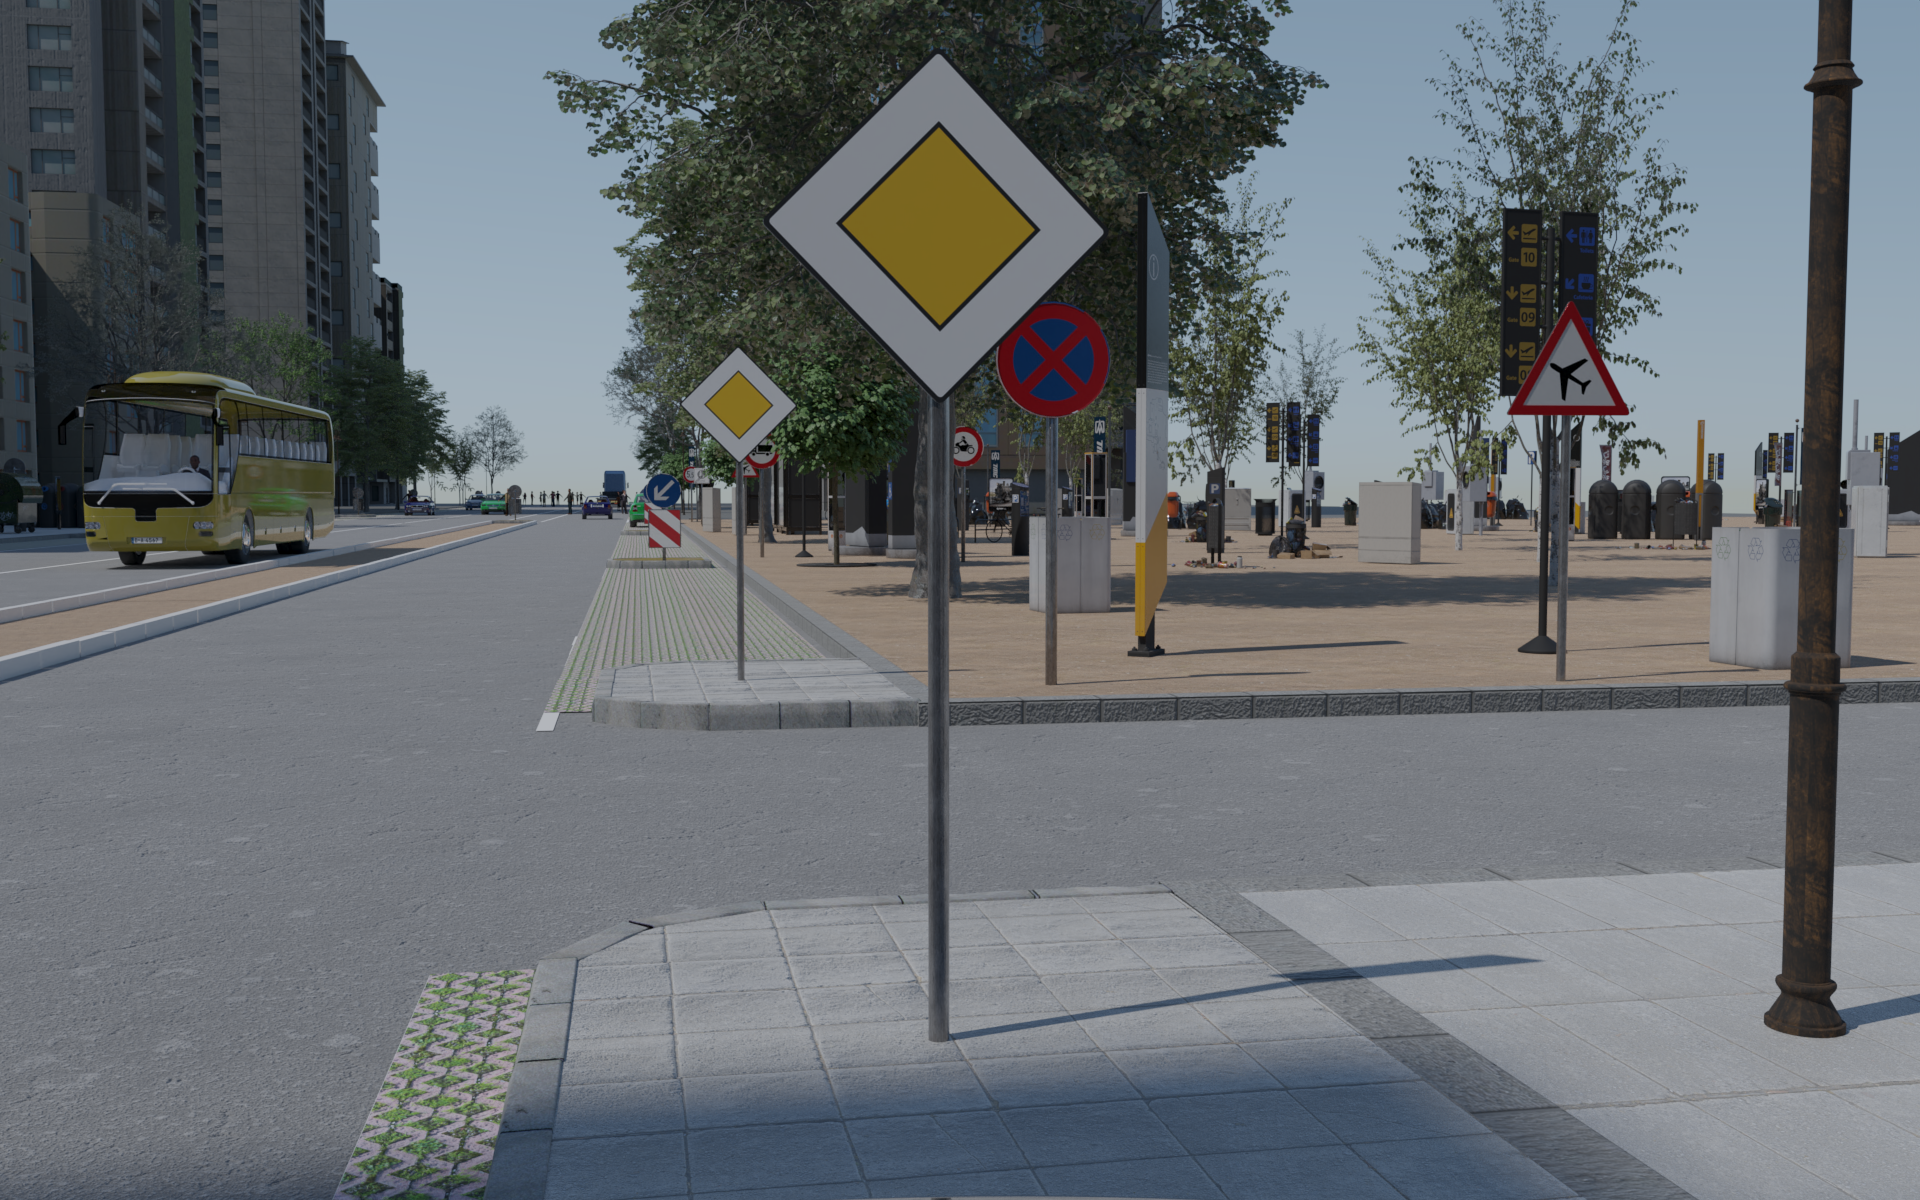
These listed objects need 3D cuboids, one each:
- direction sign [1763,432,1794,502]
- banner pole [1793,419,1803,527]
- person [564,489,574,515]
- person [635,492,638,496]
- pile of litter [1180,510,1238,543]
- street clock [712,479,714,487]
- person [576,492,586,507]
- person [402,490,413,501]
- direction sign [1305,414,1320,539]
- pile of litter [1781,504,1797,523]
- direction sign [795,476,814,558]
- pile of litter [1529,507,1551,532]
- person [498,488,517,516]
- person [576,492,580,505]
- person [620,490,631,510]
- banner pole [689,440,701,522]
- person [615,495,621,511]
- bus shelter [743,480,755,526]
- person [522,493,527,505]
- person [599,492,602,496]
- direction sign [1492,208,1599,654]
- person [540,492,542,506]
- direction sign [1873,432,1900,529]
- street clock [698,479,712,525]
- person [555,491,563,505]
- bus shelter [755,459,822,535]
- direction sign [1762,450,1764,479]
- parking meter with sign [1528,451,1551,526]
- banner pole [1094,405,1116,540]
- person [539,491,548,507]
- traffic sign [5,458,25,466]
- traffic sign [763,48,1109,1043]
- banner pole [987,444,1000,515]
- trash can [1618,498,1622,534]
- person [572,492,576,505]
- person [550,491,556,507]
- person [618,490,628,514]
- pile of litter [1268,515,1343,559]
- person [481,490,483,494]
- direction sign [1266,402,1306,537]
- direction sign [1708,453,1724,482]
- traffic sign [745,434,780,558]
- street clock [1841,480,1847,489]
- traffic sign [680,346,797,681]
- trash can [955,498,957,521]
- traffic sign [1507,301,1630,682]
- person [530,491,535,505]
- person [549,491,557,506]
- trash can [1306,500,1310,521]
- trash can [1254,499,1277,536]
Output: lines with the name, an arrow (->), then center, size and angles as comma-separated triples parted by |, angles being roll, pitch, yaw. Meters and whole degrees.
direction sign -> 30.207, -4.391, 63.793 | 0.876, 3.537, 0.379 | 1, 4, 13
banner pole -> 27.922, -4.124, 57.449 | 0.401, 3.779, 0.863 | -2, 4, -27
person -> -27.371, -6.902, 121.365 | 0.705, 1.821, 1.348 | -3, 5, -40
person -> -44.202, -13.952, 237.328 | 0.721, 1.736, 1.217 | 1, 4, 15
pile of litter -> 6.500, -1.959, 45.991 | 1.719, 0.858, 1.176 | 3, 5, 42
street clock -> -11.281, -4.488, 77.943 | 0.471, 2.002, 0.358 | 3, 5, 44
person -> -42.932, -11.438, 196.338 | 1.217, 1.723, 0.721 | -1, 4, -23
person -> -40.907, -7.327, 128.811 | 1.217, 1.766, 0.721 | -3, 5, -42
direction sign -> 9.751, -3.495, 49.142 | 0.876, 3.537, 0.379 | 0, 4, -2
pile of litter -> 37.535, -3.940, 78.391 | 1.719, 0.858, 1.176 | -3, 4, -36
direction sign -> -3.167, -2.636, 35.091 | 0.379, 3.537, 0.876 | 1, 4, 13
pile of litter -> 19.882, -2.732, 58.633 | 1.176, 0.858, 1.719 | 1, 4, 21
person -> -29.537, -6.401, 113.250 | 1.348, 1.812, 0.705 | 0, 4, 5
person -> -52.503, -13.992, 238.048 | 0.721, 1.735, 1.217 | 1, 4, 10
person -> -30.244, -8.997, 155.623 | 1.348, 1.821, 0.705 | -2, 4, -25
banner pole -> -12.263, -5.493, 79.828 | 0.401, 3.779, 0.863 | -3, 5, -43
person -> -28.599, -8.162, 145.210 | 1.065, 1.426, 0.557 | 3, 5, 40
bus shelter -> -8.501, -5.836, 73.043 | 2.179, 5.291, 8.768 | -1, 4, -11
person -> -54.993, -12.761, 218.617 | 0.593, 1.643, 0.415 | -3, 4, -39
person -> -45.746, -12.914, 220.566 | 0.530, 1.710, 0.541 | 0, 4, -8
direction sign -> 4.718, -1.341, 13.928 | 0.876, 3.537, 0.379 | -1, 4, -17
person -> -51.367, -12.392, 211.904 | 0.721, 1.735, 1.217 | -1, 4, -18
direction sign -> 33.958, -4.377, 63.554 | 0.379, 3.537, 0.876 | -3, 5, -44
street clock -> -10.819, -4.183, 72.963 | 0.471, 2.002, 0.358 | -1, 4, -14
person -> -50.973, -12.929, 219.514 | 1.348, 1.869, 0.705 | 0, 4, -4
bus shelter -> -5.426, -4.930, 58.234 | 2.179, 5.291, 8.768 | -1, 4, -11
direction sign -> 40.963, -5.906, 88.563 | 0.876, 3.537, 0.379 | -2, 4, -29
parking meter with sign -> 23.875, -4.516, 70.090 | 1.738, 3.016, 0.543 | -1, 4, -14
banner pole -> 4.071, -3.614, 49.102 | 0.401, 3.779, 0.863 | -3, 5, -40
person -> -45.370, -11.034, 188.903 | 1.348, 1.824, 0.705 | 2, 4, 28
traffic sign -> -33.442, -3.742, 61.288 | 0.768, 2.556, 0.104 | 0, 4, -1
traffic sign -> -0.053, -0.022, 4.009 | 0.795, 2.450, 0.064 | -1, 4, -10
banner pole -> 1.614, -5.898, 86.457 | 0.863, 3.779, 0.401 | 1, 4, 12
trash can -> 21.486, -2.696, 55.739 | 0.748, 1.137, 0.748 | 0, 3, 0
person -> -49.221, -12.892, 220.001 | 1.217, 1.736, 0.721 | 0, 4, 5
person -> -46.033, -11.418, 195.898 | 0.721, 1.743, 1.217 | 1, 4, 19
person -> -24.115, -7.014, 123.976 | 0.445, 1.727, 0.742 | 3, 4, 38
pile of litter -> 6.915, -1.269, 34.711 | 1.719, 0.858, 1.176 | -1, 4, -11
person -> -53.231, -11.288, 192.924 | 0.709, 1.838, 0.599 | 1, 4, 15
direction sign -> 7.965, -3.105, 42.762 | 0.876, 3.537, 0.379 | 2, 4, 31
direction sign -> 41.713, -6.339, 95.637 | 0.379, 3.537, 0.876 | -3, 5, -43
traffic sign -> -4.000, -2.132, 34.966 | 0.768, 2.556, 0.104 | -1, 4, -9
street clock -> 44.920, -5.095, 87.873 | 0.358, 2.002, 0.471 | -3, 5, -43
traffic sign -> -1.510, -0.503, 11.861 | 0.795, 2.450, 0.064 | -1, 4, -10
trash can -> -0.315, -3.440, 67.893 | 0.748, 1.137, 0.748 | 0, 3, 0
traffic sign -> 4.118, -0.721, 11.799 | 0.884, 2.594, 0.081 | -1, 4, -9
person -> -55.917, -13.335, 226.470 | 0.705, 1.831, 1.348 | 0, 4, 6
person -> -49.413, -12.330, 210.038 | 0.705, 1.831, 1.348 | 2, 4, 34
trash can -> 16.129, -4.262, 81.330 | 0.748, 1.137, 0.748 | 0, 3, 0
trash can -> 9.403, -2.550, 53.348 | 0.748, 1.137, 0.748 | 0, 3, 0
